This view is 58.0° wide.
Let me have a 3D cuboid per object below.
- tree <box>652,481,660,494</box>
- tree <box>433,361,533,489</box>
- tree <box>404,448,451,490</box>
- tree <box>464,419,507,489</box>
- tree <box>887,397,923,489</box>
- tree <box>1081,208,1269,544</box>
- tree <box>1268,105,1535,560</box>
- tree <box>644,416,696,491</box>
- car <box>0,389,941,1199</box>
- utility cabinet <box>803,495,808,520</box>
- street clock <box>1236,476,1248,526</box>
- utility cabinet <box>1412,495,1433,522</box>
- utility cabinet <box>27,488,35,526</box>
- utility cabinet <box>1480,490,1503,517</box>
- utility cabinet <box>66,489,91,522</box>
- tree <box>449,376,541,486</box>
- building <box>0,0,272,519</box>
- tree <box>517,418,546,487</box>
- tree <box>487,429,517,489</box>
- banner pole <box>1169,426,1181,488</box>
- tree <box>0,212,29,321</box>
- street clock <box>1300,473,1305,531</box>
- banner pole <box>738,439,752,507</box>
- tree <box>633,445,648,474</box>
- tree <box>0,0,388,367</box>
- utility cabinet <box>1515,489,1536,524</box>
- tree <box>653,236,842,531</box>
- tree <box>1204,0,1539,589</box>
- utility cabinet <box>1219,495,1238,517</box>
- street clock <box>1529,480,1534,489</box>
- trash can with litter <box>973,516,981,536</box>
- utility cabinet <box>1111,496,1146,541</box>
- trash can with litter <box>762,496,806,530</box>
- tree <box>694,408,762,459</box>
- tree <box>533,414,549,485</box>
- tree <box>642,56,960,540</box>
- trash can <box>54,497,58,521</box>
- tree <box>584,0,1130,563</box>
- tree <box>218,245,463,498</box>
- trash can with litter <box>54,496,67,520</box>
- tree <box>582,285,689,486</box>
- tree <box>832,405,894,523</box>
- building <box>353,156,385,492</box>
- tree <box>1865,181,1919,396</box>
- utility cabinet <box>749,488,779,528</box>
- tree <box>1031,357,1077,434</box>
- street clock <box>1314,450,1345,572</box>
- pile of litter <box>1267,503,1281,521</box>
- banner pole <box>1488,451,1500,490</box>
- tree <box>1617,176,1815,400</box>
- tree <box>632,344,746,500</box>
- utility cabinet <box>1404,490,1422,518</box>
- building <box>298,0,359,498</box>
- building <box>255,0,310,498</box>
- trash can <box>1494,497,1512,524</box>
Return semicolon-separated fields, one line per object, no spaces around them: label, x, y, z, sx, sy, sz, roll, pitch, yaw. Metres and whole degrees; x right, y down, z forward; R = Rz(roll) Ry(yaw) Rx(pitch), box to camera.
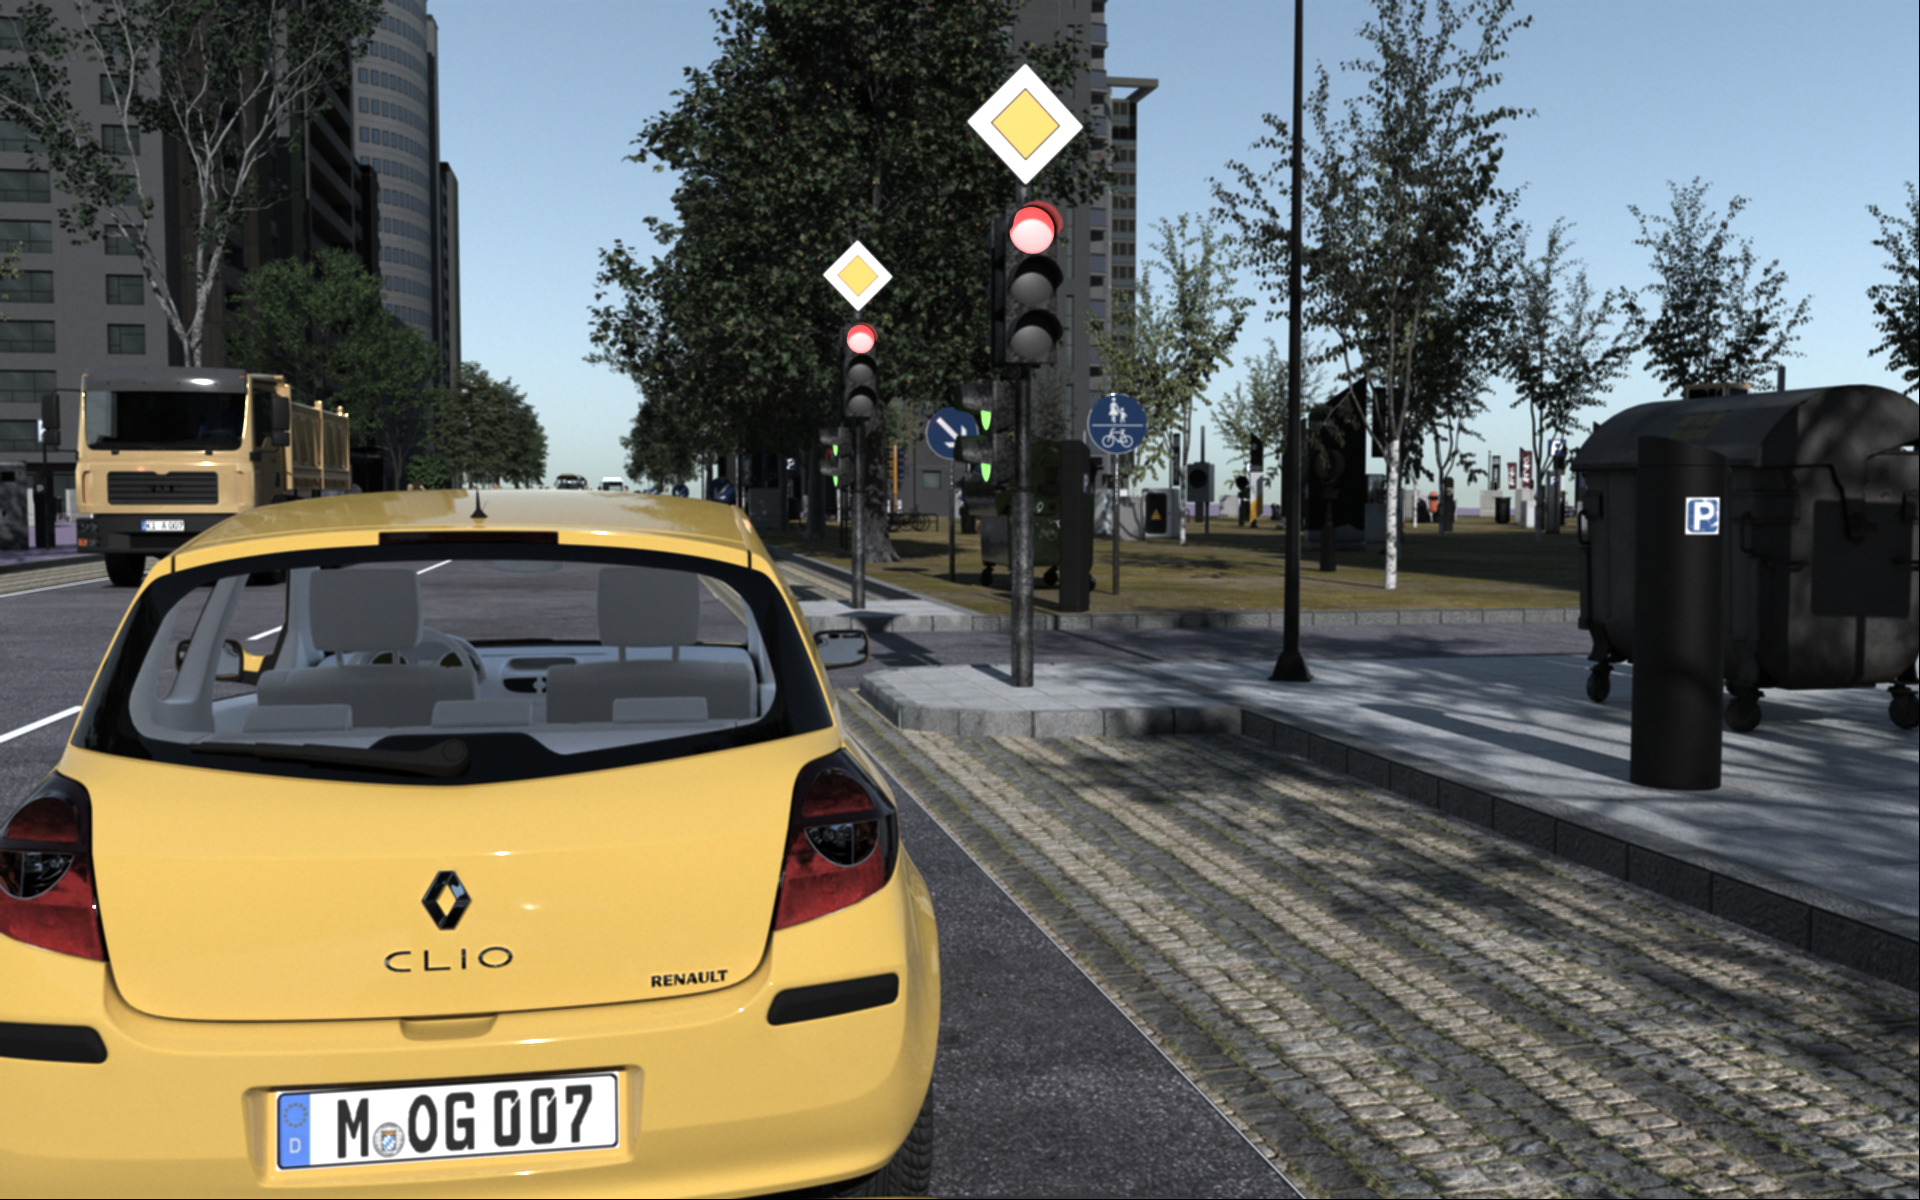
tree;-39.283;-14.099;225.113;1.663;3.219;1.824;0;3;0
tree;-41.416;-14.046;147.771;7.486;12.596;7.792;0;3;0
tree;-37.478;-8.465;122.116;4.285;4.588;4.351;0;3;0
tree;-43.161;-12.637;156.974;4.360;8.622;3.978;0;3;0
tree;-4.140;-8.734;93.169;4.737;8.622;4.395;0;3;0
tree;5.531;-5.750;44.383;4.737;8.622;4.395;0;3;0
tree;8.779;-5.090;33.582;4.737;8.622;4.395;0;3;0
tree;-22.150;-11.339;135.761;4.360;8.622;3.978;0;3;0
car;-1.167;0.342;4.634;2.015;1.641;3.980;-1;4;-11
utility cabinet;-7.456;-4.677;87.627;1.020;1.237;0.306;-3;5;-44
street clock;11.299;-3.968;69.449;0.471;2.002;0.358;0;4;-4
utility cabinet;21.596;-4.251;80.673;1.020;1.237;0.306;-1;4;-16
utility cabinet;-36.216;-3.642;68.224;1.173;1.500;0.318;2;4;28
utility cabinet;29.558;-5.363;96.364;1.173;1.500;0.318;1;4;16
utility cabinet;-40.486;-4.341;79.661;0.318;1.500;1.173;2;4;26
tree;-49.988;-17.115;186.491;9.857;13.997;8.962;0;3;0
building;-46.275;-19.767;94.892;14.160;30.474;14.107;-1;4;-11
tree;-58.519;-18.463;227.623;9.928;11.665;9.643;0;3;0
tree;-32.790;-10.702;100.741;9.928;11.665;9.643;0;3;0
banner pole;7.793;-4.469;63.091;0.401;3.779;0.863;-2;4;-24
tree;-18.571;-4.845;29.578;4.737;8.622;4.395;0;3;0
street clock;11.712;-3.362;59.536;0.358;2.002;0.471;-1;4;-12
banner pole;-8.662;-4.849;69.304;0.863;3.779;0.401;2;4;27
tree;-41.296;-19.046;237.155;9.928;11.665;9.643;0;3;0
tree;-23.912;-11.931;50.954;12.611;20.169;13.585;0;3;0
utility cabinet;23.926;-3.952;73.293;1.173;1.500;0.318;-3;5;-42
tree;-6.408;-8.613;58.957;7.486;12.596;7.792;0;3;0
tree;5.741;-4.471;23.470;4.360;8.622;3.978;0;3;0
utility cabinet;15.187;-5.299;97.804;1.020;1.237;0.306;1;4;20
street clock;29.093;-5.121;88.291;0.358;2.002;0.471;1;4;14
trash can with litter;1.631;-2.586;53.332;2.233;1.210;1.678;3;4;37
utility cabinet;4.683;-2.262;48.140;1.020;1.237;0.306;3;5;44
trash can with litter;-6.358;-3.146;62.489;2.233;1.210;1.678;-3;5;-41
tree;-12.082;-8.576;90.572;4.737;8.622;4.395;0;3;0
tree;-59.659;-19.531;237.461;7.486;12.596;7.792;0;3;0
tree;-4.109;-8.694;48.797;9.857;13.997;8.962;0;3;0
trash can;-40.698;-4.017;77.339;0.748;1.137;0.748;0;3;0
tree;-1.626;-7.050;32.273;9.611;12.733;9.660;0;3;0
tree;-26.683;-8.913;71.483;9.928;11.665;9.643;0;3;0
trash can with litter;-44.250;-4.560;85.617;1.678;1.210;2.233;1;4;16
tree;-26.465;-18.141;152.494;12.611;20.169;13.585;0;3;0
tree;-5.183;-7.753;77.126;4.360;8.622;3.978;0;3;0
building;-56.468;-22.800;144.483;14.160;30.474;14.107;-1;4;-11
tree;22.978;-5.500;40.295;4.737;8.622;4.395;0;3;0
utility cabinet;-7.230;-3.398;64.237;1.173;1.500;0.318;-1;4;-16
tree;4.468;-8.744;93.334;4.360;8.622;3.978;0;3;0
street clock;6.085;-1.469;28.586;0.358;2.002;0.471;-3;5;-40
pile of litter;15.587;-4.308;84.397;1.176;0.858;1.719;0;4;-4
banner pole;30.742;-6.720;99.882;0.863;3.779;0.401;0;4;-2
tree;17.240;-5.487;40.070;4.360;8.622;3.978;0;3;0
tree;-14.620;-10.088;99.347;8.767;10.594;7.601;0;4;-6
utility cabinet;24.133;-5.139;92.700;0.318;1.500;1.173;-3;5;-43
building;-56.497;-30.672;125.185;21.300;48.544;21.600;-1;4;-11
building;-49.656;-25.995;108.605;14.154;41.232;14.086;-1;4;-11
trash can;23.666;-3.906;75.524;0.748;1.137;0.748;0;3;0
